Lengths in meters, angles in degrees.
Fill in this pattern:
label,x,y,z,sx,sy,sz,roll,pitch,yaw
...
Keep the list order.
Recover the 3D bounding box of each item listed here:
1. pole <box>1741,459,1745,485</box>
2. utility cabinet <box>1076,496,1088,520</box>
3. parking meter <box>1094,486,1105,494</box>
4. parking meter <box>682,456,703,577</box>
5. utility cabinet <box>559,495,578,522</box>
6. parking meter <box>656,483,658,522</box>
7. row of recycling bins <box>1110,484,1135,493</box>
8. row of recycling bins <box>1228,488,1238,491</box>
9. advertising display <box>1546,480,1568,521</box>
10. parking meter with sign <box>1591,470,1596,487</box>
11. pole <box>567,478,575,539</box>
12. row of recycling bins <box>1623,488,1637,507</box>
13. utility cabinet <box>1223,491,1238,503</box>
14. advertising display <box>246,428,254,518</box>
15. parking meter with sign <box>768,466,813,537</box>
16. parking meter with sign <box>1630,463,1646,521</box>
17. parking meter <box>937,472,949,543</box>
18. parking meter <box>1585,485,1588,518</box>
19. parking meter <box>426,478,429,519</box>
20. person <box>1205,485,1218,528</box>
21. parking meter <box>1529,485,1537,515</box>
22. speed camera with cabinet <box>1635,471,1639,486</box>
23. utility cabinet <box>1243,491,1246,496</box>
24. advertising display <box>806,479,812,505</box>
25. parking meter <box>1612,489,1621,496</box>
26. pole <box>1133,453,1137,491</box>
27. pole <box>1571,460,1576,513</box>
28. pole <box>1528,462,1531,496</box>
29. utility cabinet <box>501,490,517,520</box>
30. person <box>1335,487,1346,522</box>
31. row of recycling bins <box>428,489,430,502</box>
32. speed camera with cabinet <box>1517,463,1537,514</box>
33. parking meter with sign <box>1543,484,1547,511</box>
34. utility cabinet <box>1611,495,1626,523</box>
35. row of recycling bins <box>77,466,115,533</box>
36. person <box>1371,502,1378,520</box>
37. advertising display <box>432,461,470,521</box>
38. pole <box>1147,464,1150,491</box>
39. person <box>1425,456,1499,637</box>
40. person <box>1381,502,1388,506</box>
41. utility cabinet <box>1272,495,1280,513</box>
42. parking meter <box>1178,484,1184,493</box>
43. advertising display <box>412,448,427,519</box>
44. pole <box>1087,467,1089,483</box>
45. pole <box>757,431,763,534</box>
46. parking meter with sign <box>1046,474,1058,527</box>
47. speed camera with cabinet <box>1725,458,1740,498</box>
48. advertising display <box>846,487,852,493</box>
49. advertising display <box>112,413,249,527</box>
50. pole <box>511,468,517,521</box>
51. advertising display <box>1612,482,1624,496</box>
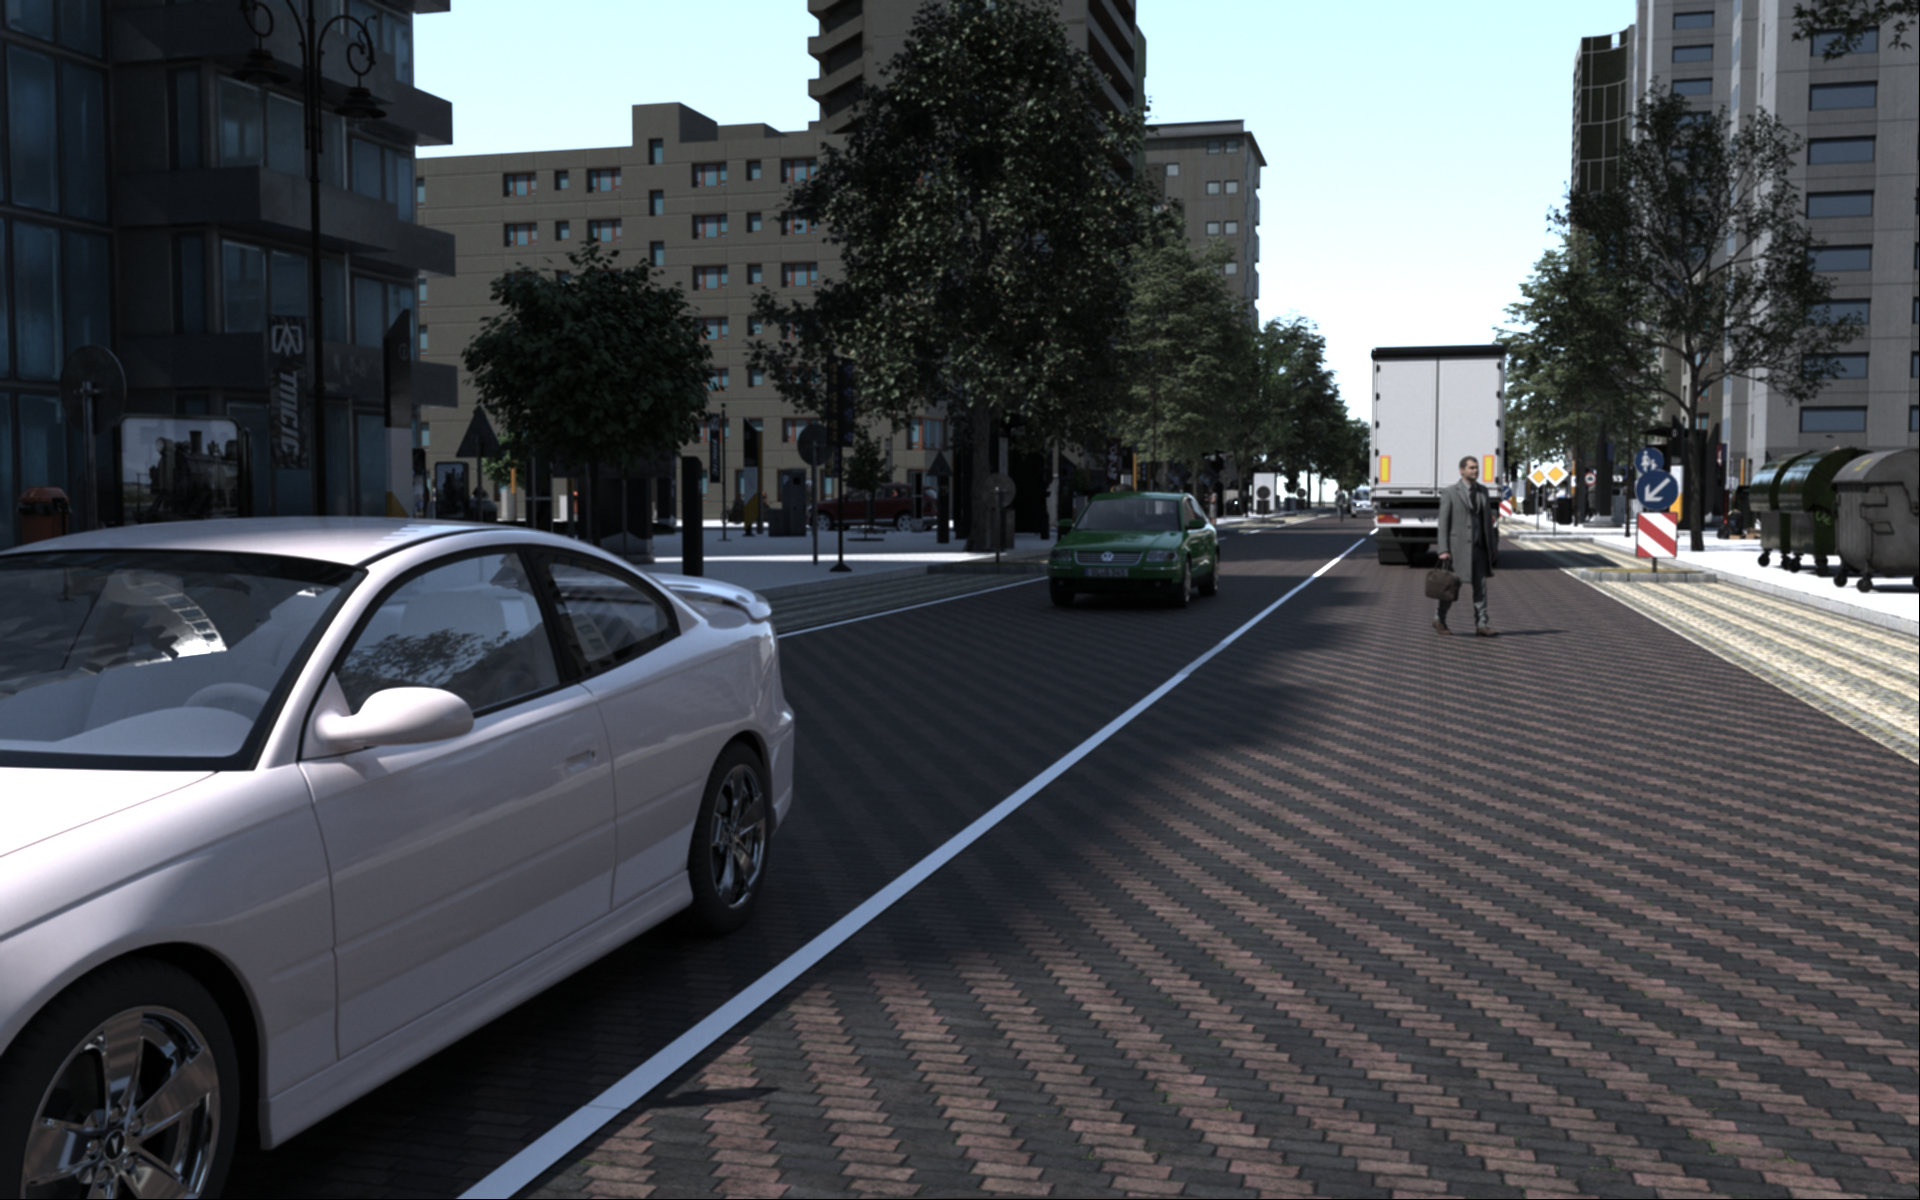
label,x,y,z,sx,sy,sz,roll,pitch,yaw
pole,44.917,-6.458,99.434,0.158,3.312,0.155,0,3,0
utility cabinet,3.705,-2.550,52.852,0.306,1.237,1.020,1,4,8
parking meter,4.452,-2.879,55.484,0.372,1.533,0.369,0,3,0
parking meter,-4.168,-1.301,26.977,0.255,1.863,0.399,0,4,4
utility cabinet,-17.478,-4.061,77.553,1.020,1.237,0.306,3,4,36
parking meter,-13.872,-4.562,80.295,0.399,1.863,0.255,2,4,31
row of recycling bins,6.636,-3.874,70.445,1.069,1.692,3.534,0,4,3
row of recycling bins,18.605,-7.020,121.889,1.069,1.692,3.534,-1,4,-17
advertising display,28.157,-4.681,81.741,0.974,1.923,0.123,3,5,40
parking meter with sign,45.476,-7.836,124.374,0.543,3.016,1.738,3,4,36
pole,-10.961,-3.356,48.715,0.158,3.312,0.155,0,3,0
row of recycling bins,43.007,-6.362,111.135,1.069,1.692,3.534,2,4,23
utility cabinet,17.230,-6.242,110.734,1.173,1.500,0.318,2,4,24
advertising display,-7.284,-0.714,16.884,0.974,1.923,0.123,2,4,25
parking meter with sign,-5.062,-3.443,52.547,0.543,3.016,1.738,3,5,41
parking meter with sign,33.273,-5.335,83.489,1.738,3.016,0.543,1,4,19
parking meter,-0.442,-2.415,45.192,0.255,1.863,0.399,-1,4,-14
parking meter,33.147,-5.284,92.110,0.399,1.863,0.255,-1,4,-11
parking meter,-16.863,-2.970,54.264,0.399,1.863,0.255,-1,4,-22
person,9.742,-3.580,67.393,0.532,1.782,0.716,0,4,1
parking meter,35.185,-6.157,106.384,0.399,1.863,0.255,2,4,24
speed camera with cabinet,47.499,-7.658,119.542,0.660,3.252,2.038,-3,4,-38
utility cabinet,18.917,-6.618,116.880,1.173,1.500,0.318,-2,4,-34
advertising display,-6.537,-4.183,73.613,0.123,1.923,0.974,2,4,34
parking meter,30.346,-4.385,80.113,0.372,1.533,0.369,0,3,0
pole,8.709,-5.655,86.306,0.158,3.312,0.155,0,3,0
pole,37.183,-6.797,104.966,0.158,3.312,0.155,0,3,0
pole,35.817,-7.048,109.073,0.158,3.312,0.155,0,3,0
utility cabinet,-21.915,-4.616,84.149,0.318,1.500,1.173,1,4,8
person,19.602,-4.936,89.309,0.635,1.810,0.391,-3,5,-41
row of recycling bins,-43.178,-8.404,144.525,1.069,1.692,3.534,3,4,39
speed camera with cabinet,36.469,-7.125,110.828,2.038,3.252,0.660,-3,5,-40
parking meter with sign,44.302,-8.289,131.790,1.738,3.016,0.543,2,4,25
utility cabinet,29.063,-4.000,76.557,1.020,1.237,0.306,-3,5,-42
row of recycling bins,-12.767,-1.203,26.787,1.069,1.692,3.534,-1,4,-13
person,22.578,-5.076,94.081,0.523,1.515,0.503,1,4,12
advertising display,-10.124,-1.794,34.551,0.974,1.923,0.123,3,4,38
pole,12.598,-7.463,115.866,0.158,3.312,0.155,0,3,0
person,5.102,-0.541,17.442,0.694,1.812,0.767,-1,4,-19
person,32.176,-7.482,130.842,0.660,1.820,0.620,-2,4,-26
utility cabinet,20.894,-6.406,115.896,1.020,1.237,0.306,-1,4,-11
parking meter,11.772,-5.260,91.710,0.255,1.863,0.399,-3,5,-45
advertising display,-7.701,-1.159,24.158,0.123,1.923,0.974,0,4,7
pole,8.678,-7.565,117.537,0.158,3.312,0.155,0,3,0
pole,-6.450,-3.788,55.775,0.158,3.312,0.155,0,3,0
parking meter with sign,3.461,-4.313,66.771,1.738,3.016,0.543,1,4,12
speed camera with cabinet,43.197,-6.171,95.234,2.038,3.252,0.660,2,4,33
advertising display,-4.062,-3.884,68.712,0.974,1.923,0.123,-2,4,-35
advertising display,-6.317,-0.540,14.047,0.974,1.923,0.123,-3,5,-42
pole,-18.462,-4.759,71.651,0.158,3.312,0.155,0,3,0
advertising display,33.730,-5.146,89.348,0.974,1.923,0.123,-1,4,-9
